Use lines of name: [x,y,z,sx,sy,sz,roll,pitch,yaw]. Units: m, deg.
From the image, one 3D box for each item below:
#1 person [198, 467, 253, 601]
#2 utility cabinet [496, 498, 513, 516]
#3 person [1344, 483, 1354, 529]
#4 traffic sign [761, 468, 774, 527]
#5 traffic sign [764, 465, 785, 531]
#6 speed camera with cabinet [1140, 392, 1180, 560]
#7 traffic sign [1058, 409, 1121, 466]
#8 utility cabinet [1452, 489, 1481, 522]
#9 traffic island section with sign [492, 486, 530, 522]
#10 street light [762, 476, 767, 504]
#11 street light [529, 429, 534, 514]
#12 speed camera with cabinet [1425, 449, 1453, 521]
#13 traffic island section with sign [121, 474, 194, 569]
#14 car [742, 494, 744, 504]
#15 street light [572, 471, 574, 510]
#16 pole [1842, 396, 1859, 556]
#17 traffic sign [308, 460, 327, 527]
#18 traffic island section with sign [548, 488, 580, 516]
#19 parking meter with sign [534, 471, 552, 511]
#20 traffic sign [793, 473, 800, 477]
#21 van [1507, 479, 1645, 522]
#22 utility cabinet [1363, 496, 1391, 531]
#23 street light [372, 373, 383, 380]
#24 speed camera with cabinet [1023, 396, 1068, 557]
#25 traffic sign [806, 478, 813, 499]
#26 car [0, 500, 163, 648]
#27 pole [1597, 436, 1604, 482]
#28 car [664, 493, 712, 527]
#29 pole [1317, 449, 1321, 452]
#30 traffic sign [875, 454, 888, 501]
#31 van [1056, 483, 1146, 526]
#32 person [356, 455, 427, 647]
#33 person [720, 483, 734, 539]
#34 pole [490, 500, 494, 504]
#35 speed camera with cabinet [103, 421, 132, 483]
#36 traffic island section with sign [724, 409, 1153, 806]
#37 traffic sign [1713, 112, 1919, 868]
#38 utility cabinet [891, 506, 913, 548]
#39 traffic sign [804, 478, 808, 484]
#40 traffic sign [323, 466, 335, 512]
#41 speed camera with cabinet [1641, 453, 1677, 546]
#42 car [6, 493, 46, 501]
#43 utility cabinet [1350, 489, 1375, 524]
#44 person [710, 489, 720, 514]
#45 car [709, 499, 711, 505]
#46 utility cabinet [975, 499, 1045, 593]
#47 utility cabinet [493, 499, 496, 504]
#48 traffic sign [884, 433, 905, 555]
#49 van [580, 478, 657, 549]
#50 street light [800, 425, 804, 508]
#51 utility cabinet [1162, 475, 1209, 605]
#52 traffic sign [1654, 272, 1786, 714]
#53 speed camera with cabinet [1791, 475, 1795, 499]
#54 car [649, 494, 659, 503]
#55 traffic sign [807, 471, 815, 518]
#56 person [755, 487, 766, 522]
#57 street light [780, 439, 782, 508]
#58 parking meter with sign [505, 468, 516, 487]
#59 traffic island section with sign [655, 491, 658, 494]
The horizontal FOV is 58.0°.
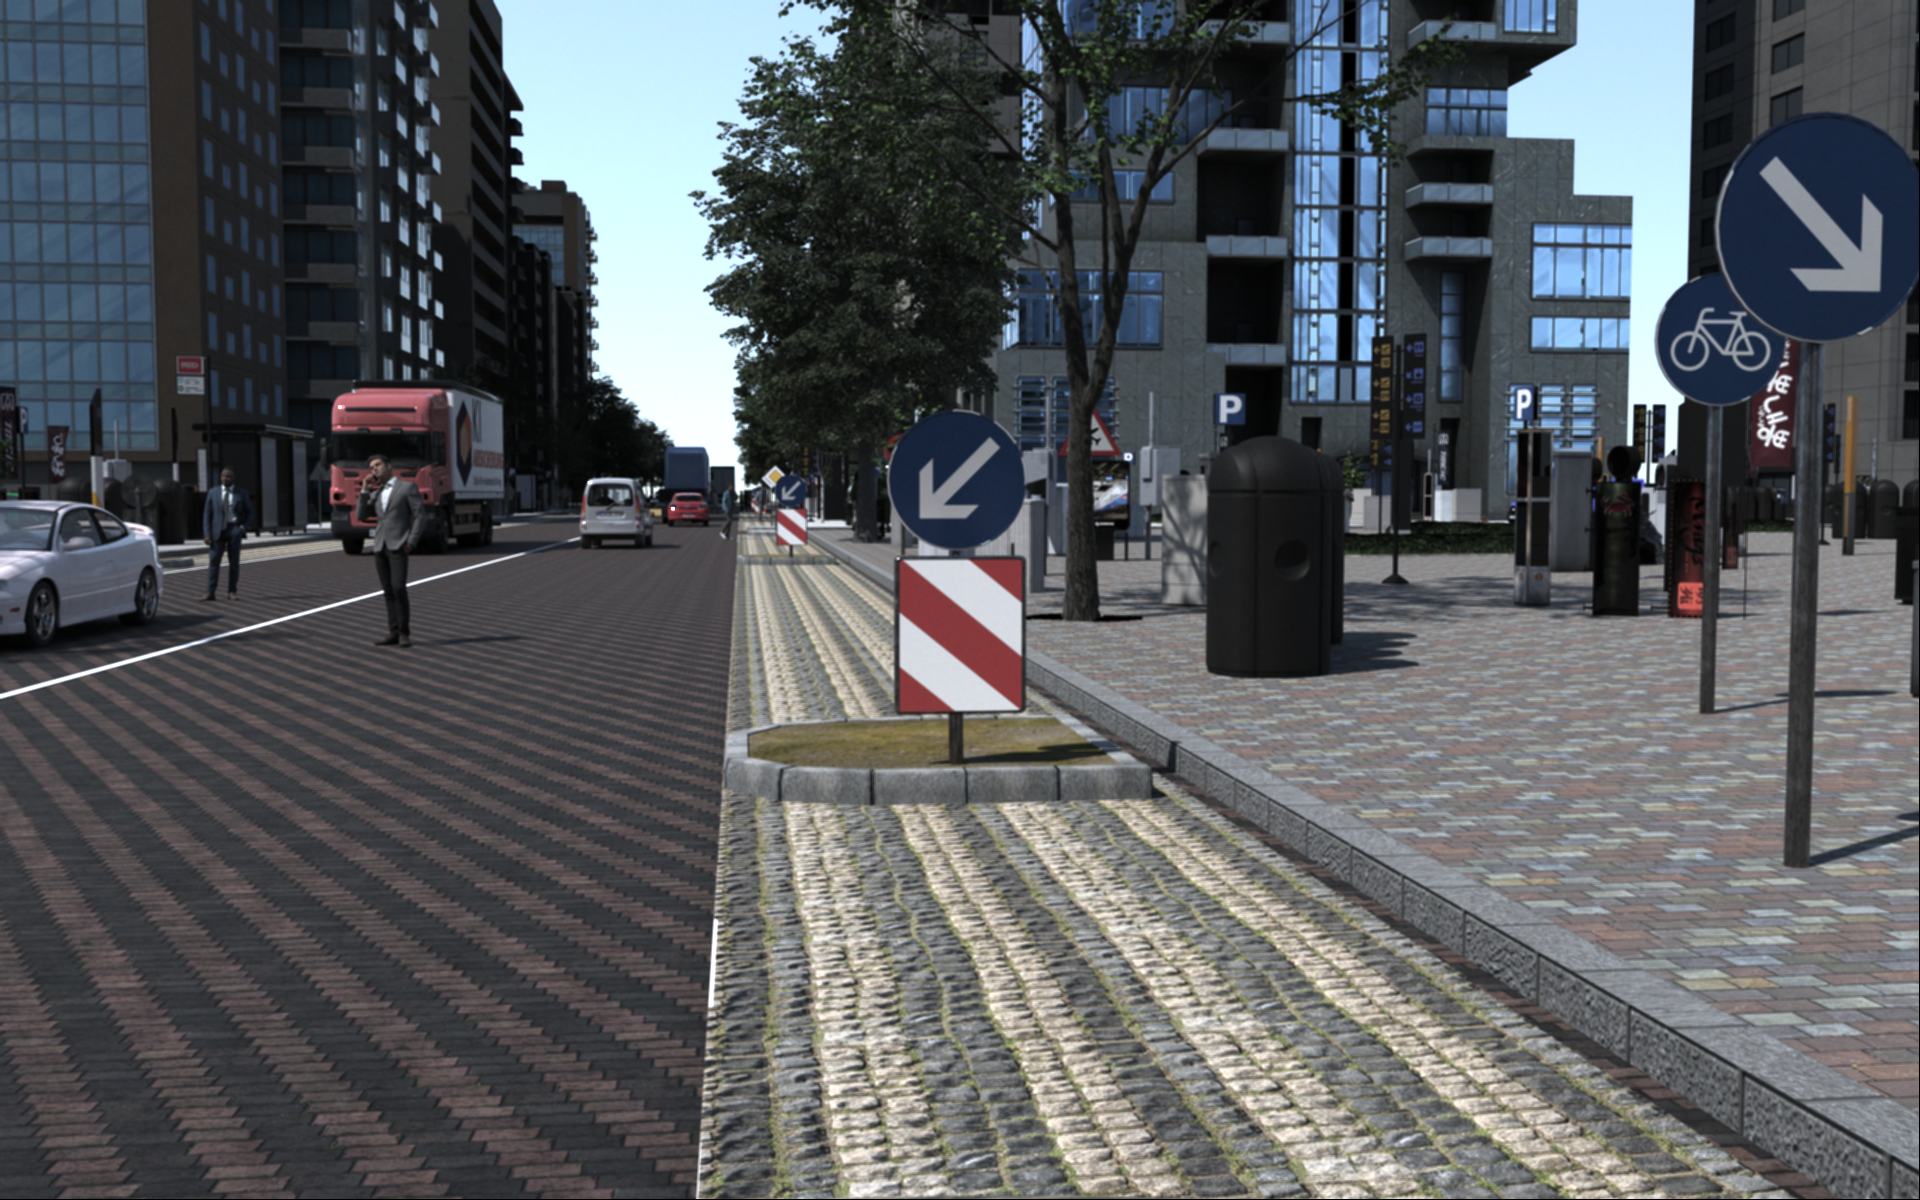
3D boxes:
person: [-9.922,-0.899,23.386,0.721,1.800,0.419,-2,4,-25]
utility cabinet: [-26.497,-5.503,101.137,1.020,1.237,0.306,3,5,42]
person: [15.241,-3.641,67.836,0.447,1.846,0.655,0,4,-7]
traffic sign: [-7.400,-3.937,68.017,0.795,2.450,0.064,0,4,-7]
traffic sign: [-6.397,-3.453,60.095,0.795,2.450,0.064,0,4,-7]
speed camera with cabinet: [4.158,-2.369,33.068,0.660,3.252,2.038,-1,4,-22]
traffic sign: [1.797,-1.473,24.081,0.884,2.594,0.081,0,3,0]
utility cabinet: [20.966,-3.853,71.682,1.173,1.500,0.318,-1,4,-16]
traffic island section with sign: [-22.971,-4.864,88.156,1.989,1.847,2.006,0,4,-7]
street light: [-28.826,-17.138,252.989,0.468,5.910,1.993,0,4,-7]
street light: [-28.246,-8.651,114.232,0.468,5.910,1.993,0,4,-7]
speed camera with cabinet: [20.993,-4.987,75.873,0.660,3.252,2.038,0,4,-6]
traffic island section with sign: [-16.071,-1.528,33.604,1.989,1.847,2.006,0,4,-7]
car: [-29.377,-14.153,240.191,1.959,1.807,4.718,0,4,-6]
street light: [-31.871,-10.378,142.473,0.468,5.910,1.993,0,4,-7]
pole: [18.569,-2.586,36.118,0.158,3.312,0.155,0,3,0]
traffic sign: [-24.677,-4.083,66.764,0.884,2.594,0.081,0,4,-4]
traffic island section with sign: [-26.485,-6.557,115.839,1.989,1.847,2.006,0,4,-7]
parking meter with sign: [-30.896,-8.074,128.276,0.543,3.016,1.738,1,4,20]
traffic sign: [-9.704,-6.276,102.723,0.768,2.556,0.104,0,4,-5]
van: [24.386,-3.931,68.651,5.245,2.365,2.240,0,4,-8]
utility cabinet: [14.700,-3.036,60.800,1.020,1.237,0.306,0,4,1]
street light: [-22.263,-5.722,66.335,0.468,5.910,1.993,0,4,-7]
speed camera with cabinet: [1.828,-2.542,35.892,0.660,3.252,2.038,1,4,18]
traffic sign: [-8.556,-6.167,100.931,0.768,2.556,0.104,0,4,-3]
car: [-9.646,-0.316,17.536,2.083,1.381,4.827,0,4,-7]
pole: [22.706,-4.133,61.422,0.158,3.312,0.155,0,3,0]
car: [-12.197,-4.201,77.733,2.155,1.783,4.494,-1,4,-9]
pole: [16.217,-5.167,78.324,0.158,3.312,0.155,0,3,0]
traffic sign: [-2.673,-3.364,55.102,0.768,2.556,0.104,0,4,-6]
van: [5.006,-3.578,65.515,4.112,2.044,2.013,0,4,-6]
person: [-5.378,-0.471,16.388,0.592,1.802,0.473,2,4,34]
person: [-7.363,-2.813,54.829,0.444,1.785,0.601,2,4,25]
pole: [-30.868,-7.357,114.131,0.158,3.312,0.155,0,3,0]
speed camera with cabinet: [-22.441,-3.242,47.344,0.660,3.252,2.038,2,4,35]
traffic island section with sign: [-0.210,-0.016,8.882,1.989,1.847,2.006,0,4,-7]
traffic sign: [2.885,-0.354,5.895,0.768,2.556,0.104,0,4,-6]
utility cabinet: [-1.402,-1.858,41.539,0.306,1.237,1.020,1,4,13]
traffic sign: [-12.425,-8.484,138.711,0.884,2.594,0.081,0,4,1]
traffic sign: [-24.048,-4.072,66.576,0.884,2.594,0.081,0,4,-2]
speed camera with cabinet: [17.198,-2.933,42.284,0.660,3.252,2.038,0,4,6]
car: [-33.181,-3.203,61.158,4.718,1.807,1.959,0,4,-7]
utility cabinet: [16.762,-3.907,72.564,1.173,1.500,0.318,2,4,35]
person: [-17.520,-7.034,123.864,0.624,1.780,0.694,3,5,42]
car: [-29.981,-12.048,206.567,1.945,1.707,3.694,0,4,-7]
utility cabinet: [0.644,-0.710,22.778,0.306,1.237,1.020,-3,5,-45]
utility cabinet: [-36.892,-7.756,137.974,1.020,1.237,0.306,1,4,12]
traffic sign: [-1.193,-2.210,36.247,0.768,2.556,0.104,0,4,2]
van: [-9.262,-2.436,46.846,2.013,2.044,4.112,0,4,-6]
street light: [-8.604,-7.386,93.540,0.468,5.910,1.993,0,4,-7]
utility cabinet: [2.903,-0.675,19.721,1.173,1.500,0.318,2,4,31]
traffic sign: [4.369,-0.608,10.054,0.768,2.556,0.104,0,4,-2]
speed camera with cabinet: [39.412,-5.281,80.679,2.038,3.252,0.660,-3,5,-44]
car: [-28.509,-9.212,162.624,2.014,1.417,4.499,-1,4,-8]
traffic sign: [-7.956,-5.757,94.236,0.768,2.556,0.104,0,4,-3]
person: [-10.141,-4.864,88.118,0.391,1.810,0.635,2,4,25]
street light: [-14.674,-10.350,142.009,0.468,5.910,1.993,0,4,-7]
parking meter with sign: [-30.801,-7.447,118.019,0.543,3.016,1.738,-2,4,-33]
traffic island section with sign: [-43.129,-14.597,247.289,1.989,1.847,2.006,0,4,-7]
